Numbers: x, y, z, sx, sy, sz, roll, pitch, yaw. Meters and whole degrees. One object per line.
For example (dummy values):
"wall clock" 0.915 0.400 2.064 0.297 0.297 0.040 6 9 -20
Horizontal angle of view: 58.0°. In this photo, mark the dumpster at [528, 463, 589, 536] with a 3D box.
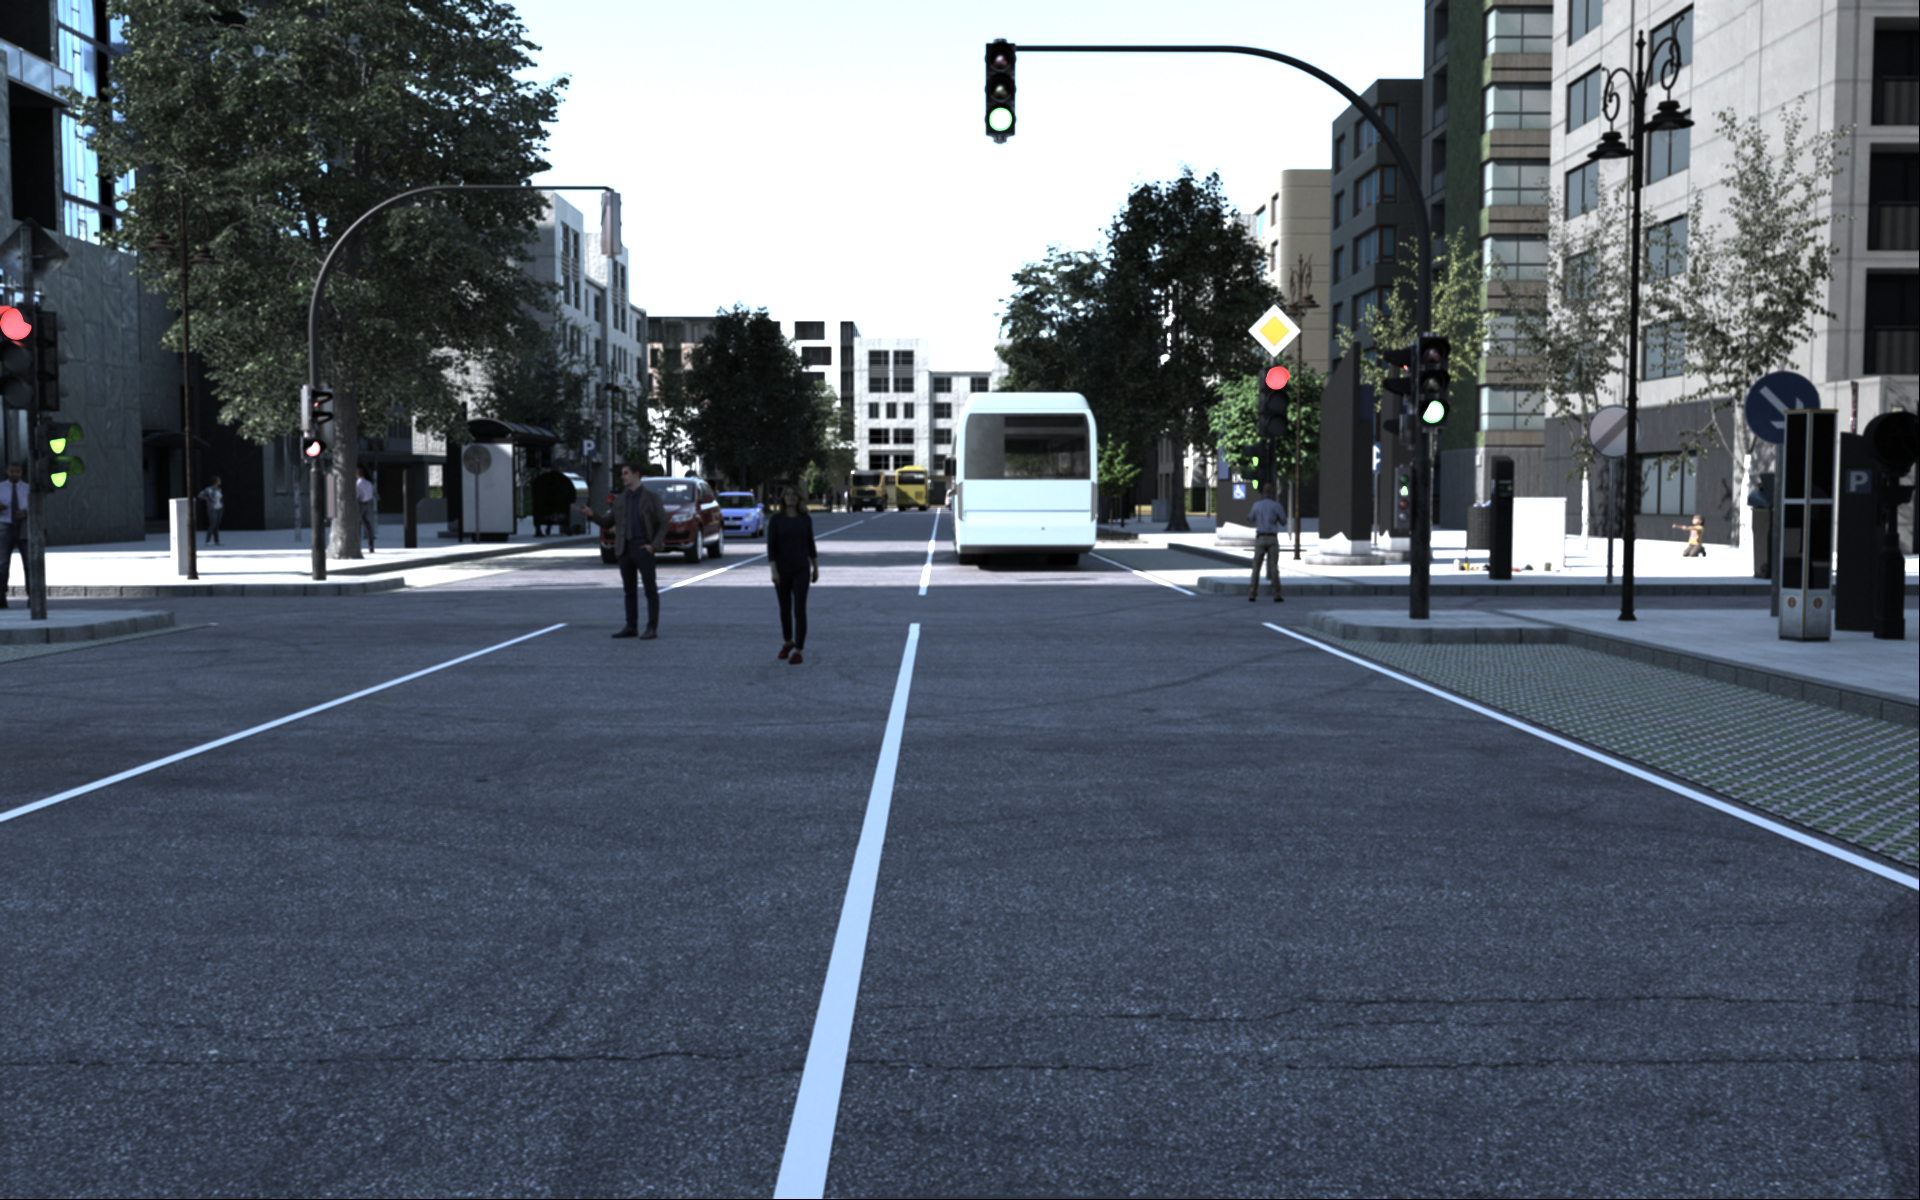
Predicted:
"dumpster" -12.399 -3.118 53.473 1.502 2.255 1.985 0 4 -1

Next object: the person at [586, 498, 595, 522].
"person" -17.197 -4.361 79.303 0.963 1.587 0.435 -1 4 -20

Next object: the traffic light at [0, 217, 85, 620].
"traffic light" -9.411 -1.754 17.605 0.839 4.253 0.868 0 4 -1

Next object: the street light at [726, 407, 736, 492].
"street light" -12.234 -7.319 92.455 0.468 5.910 1.993 0 4 -1

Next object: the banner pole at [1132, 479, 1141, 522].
"banner pole" 8.025 -5.418 78.599 0.401 3.779 0.863 3 5 42

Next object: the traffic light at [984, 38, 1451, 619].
"traffic light" 2.619 -2.626 17.603 4.771 5.953 1.251 0 4 -1

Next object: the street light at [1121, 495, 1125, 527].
"street light" 6.307 -5.763 67.007 0.468 5.910 1.993 0 4 -1

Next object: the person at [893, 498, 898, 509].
"person" -6.126 -9.636 169.275 0.991 1.433 0.599 2 4 34

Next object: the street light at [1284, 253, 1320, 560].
"street light" 6.548 -3.711 33.462 0.468 5.910 1.993 0 4 -1

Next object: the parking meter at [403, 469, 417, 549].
"parking meter" -12.999 -2.155 40.938 0.255 1.863 0.399 -1 4 -22

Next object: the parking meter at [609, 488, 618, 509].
"parking meter" -14.929 -4.057 74.748 0.372 1.533 0.369 0 3 0

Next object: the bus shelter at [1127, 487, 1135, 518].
"bus shelter" 8.788 -6.299 96.909 2.014 3.302 5.546 0 4 0

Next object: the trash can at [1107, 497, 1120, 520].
"trash can" 7.597 -4.535 85.803 0.748 1.137 0.748 0 3 0

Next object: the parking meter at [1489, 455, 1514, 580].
"parking meter" 8.123 -1.240 25.979 0.255 1.863 0.399 0 4 2

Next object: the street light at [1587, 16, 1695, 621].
"street light" 6.781 -2.730 17.423 0.468 5.910 1.993 0 4 -1

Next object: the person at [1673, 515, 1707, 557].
"person" 14.850 -1.297 35.181 0.695 0.859 0.347 -2 4 -25

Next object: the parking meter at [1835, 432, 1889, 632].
"parking meter" 8.459 -0.643 16.216 0.255 1.863 0.399 -3 5 -43

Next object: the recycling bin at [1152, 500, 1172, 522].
"recycling bin" 9.310 -4.119 79.897 0.722 1.027 0.722 2 4 31

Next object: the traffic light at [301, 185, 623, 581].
"traffic light" -7.402 -3.118 25.646 4.771 5.953 1.251 0 4 -1

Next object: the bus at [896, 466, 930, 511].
"bus" -4.056 -9.637 149.111 2.896 3.916 12.252 0 4 0

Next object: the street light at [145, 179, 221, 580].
"street light" -11.512 -3.243 25.813 0.468 5.910 1.993 0 4 -1

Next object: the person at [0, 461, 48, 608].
"person" -11.746 -0.806 21.547 0.709 1.838 0.599 -2 4 -31

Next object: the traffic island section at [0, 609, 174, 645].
"traffic island section" -9.451 0.278 17.739 2.009 0.180 2.903 0 4 -1

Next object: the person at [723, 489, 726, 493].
"person" -11.919 -4.887 88.150 0.499 1.552 0.429 0 4 -5

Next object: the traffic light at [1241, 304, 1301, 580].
"traffic light" 4.628 -2.253 25.750 0.839 4.253 0.868 0 4 -1

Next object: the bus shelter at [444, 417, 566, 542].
"bus shelter" -12.617 -3.338 48.495 2.014 3.302 5.546 0 4 -1

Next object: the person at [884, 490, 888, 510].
"person" -6.837 -9.148 158.100 0.705 1.821 1.348 1 4 20

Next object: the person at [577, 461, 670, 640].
"person" -3.316 -0.493 17.089 0.617 1.759 0.750 3 4 37

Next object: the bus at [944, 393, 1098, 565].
"bus" 1.138 -2.645 38.098 2.948 3.499 13.247 0 4 -1

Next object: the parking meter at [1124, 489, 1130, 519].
"parking meter" 8.613 -4.958 89.481 0.372 1.533 0.369 0 3 0

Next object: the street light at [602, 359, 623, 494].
"street light" -11.900 -5.300 59.450 0.468 5.910 1.993 0 4 -1

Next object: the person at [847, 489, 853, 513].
"person" -8.451 -7.573 132.327 0.705 1.822 1.348 1 4 8

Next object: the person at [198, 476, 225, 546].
"person" -18.520 -2.216 42.991 0.376 1.734 0.841 1 4 14

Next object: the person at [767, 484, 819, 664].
"person" -1.458 -0.233 14.846 0.480 1.512 0.613 -2 4 -28

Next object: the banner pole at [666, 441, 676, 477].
"banner pole" -13.624 -5.612 81.775 0.863 3.779 0.401 3 5 40

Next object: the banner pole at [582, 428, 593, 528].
"banner pole" -14.244 -4.661 66.223 0.401 3.779 0.863 1 4 17

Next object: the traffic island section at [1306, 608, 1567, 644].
"traffic island section" 4.750 0.269 17.880 2.009 0.180 2.903 0 4 -1

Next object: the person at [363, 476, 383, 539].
"person" -16.900 -2.651 49.528 0.875 1.805 0.789 0 4 -7

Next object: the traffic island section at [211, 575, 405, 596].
"traffic island section" -9.533 -0.211 25.724 2.009 0.180 2.903 0 4 -1

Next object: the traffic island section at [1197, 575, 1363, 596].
"traffic island section" 4.668 -0.219 25.865 2.009 0.180 2.903 0 4 -1

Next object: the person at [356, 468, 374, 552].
"person" -13.163 -1.953 37.845 0.599 1.838 0.709 2 4 27

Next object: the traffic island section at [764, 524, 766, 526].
"traffic island section" -9.736 -3.350 77.643 1.991 0.108 1.994 0 4 -1

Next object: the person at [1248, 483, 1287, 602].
"person" 4.080 -0.765 23.074 0.516 1.574 0.319 2 4 24
